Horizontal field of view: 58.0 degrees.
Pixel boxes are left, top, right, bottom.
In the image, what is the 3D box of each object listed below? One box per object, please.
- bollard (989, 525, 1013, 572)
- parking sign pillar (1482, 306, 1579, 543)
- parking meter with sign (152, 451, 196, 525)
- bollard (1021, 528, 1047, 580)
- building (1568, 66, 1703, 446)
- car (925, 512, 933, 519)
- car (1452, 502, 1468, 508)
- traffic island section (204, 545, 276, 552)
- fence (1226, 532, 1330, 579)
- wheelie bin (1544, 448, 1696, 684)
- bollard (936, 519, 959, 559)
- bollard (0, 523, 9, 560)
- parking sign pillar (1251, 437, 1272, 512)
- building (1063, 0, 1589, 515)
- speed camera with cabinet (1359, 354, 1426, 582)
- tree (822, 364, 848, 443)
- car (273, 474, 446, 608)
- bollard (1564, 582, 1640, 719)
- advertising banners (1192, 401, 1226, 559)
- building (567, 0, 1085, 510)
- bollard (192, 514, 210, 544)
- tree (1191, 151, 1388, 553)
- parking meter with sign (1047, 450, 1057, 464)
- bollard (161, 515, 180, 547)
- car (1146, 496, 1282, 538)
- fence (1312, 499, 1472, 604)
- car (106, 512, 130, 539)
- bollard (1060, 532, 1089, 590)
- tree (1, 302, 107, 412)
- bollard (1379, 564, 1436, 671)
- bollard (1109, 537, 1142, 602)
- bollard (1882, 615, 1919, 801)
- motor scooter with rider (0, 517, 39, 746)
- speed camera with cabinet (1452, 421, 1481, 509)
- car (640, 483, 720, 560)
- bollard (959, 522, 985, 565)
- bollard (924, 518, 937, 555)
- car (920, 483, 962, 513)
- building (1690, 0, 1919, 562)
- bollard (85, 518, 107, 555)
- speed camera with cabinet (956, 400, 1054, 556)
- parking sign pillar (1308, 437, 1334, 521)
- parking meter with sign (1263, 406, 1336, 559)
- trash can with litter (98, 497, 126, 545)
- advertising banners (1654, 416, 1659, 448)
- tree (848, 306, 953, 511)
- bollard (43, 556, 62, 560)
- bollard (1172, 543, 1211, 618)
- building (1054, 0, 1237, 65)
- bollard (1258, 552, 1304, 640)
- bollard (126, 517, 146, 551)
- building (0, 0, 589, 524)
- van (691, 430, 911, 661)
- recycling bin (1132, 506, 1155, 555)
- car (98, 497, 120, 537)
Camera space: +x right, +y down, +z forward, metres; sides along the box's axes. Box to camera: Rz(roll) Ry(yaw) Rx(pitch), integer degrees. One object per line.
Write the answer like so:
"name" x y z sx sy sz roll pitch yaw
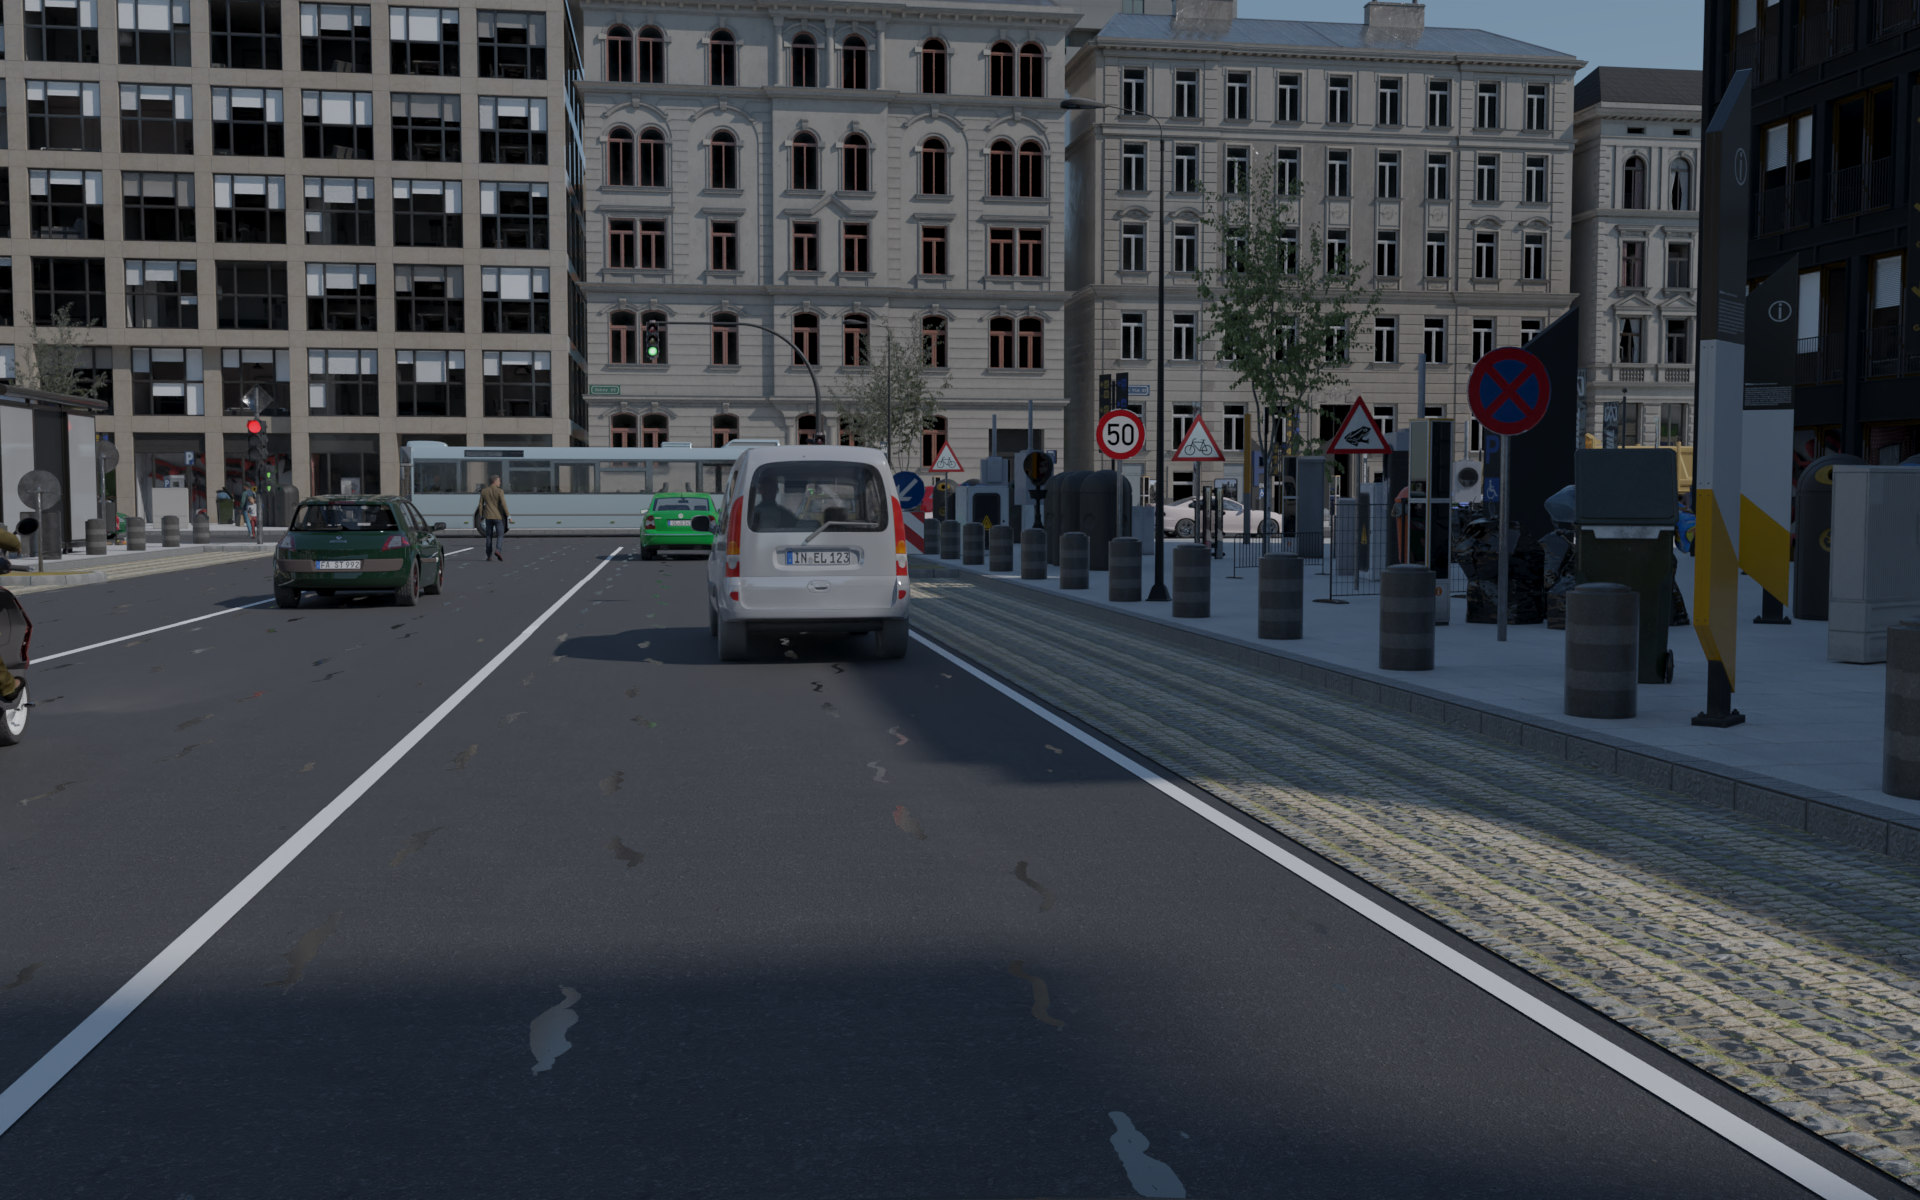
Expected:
"bollard" 0.686 -0.861 28.794 0.404 0.777 0.398 0 3 0
"parking sign pillar" 8.196 -2.228 24.906 1.447 3.967 1.447 -1 4 -20
"parking meter with sign" -31.845 -4.518 70.130 0.543 3.016 1.738 2 4 28
"bollard" 1.117 -0.697 26.115 0.404 0.777 0.398 0 3 0
"building" 39.837 -16.076 91.717 19.941 23.489 11.050 -1 4 -9
"car" 0.390 -2.347 50.731 4.827 1.381 2.083 0 4 -8
"car" 13.828 -2.628 52.561 3.694 1.707 1.945 -1 4 -9
"traffic island section" -17.871 -1.339 44.172 2.009 0.180 2.903 -1 4 -9
"fence" 4.965 -0.704 26.885 2.069 0.683 0.278 -3 4 -36
"wheelie bin" 4.542 -0.248 11.959 0.980 1.594 0.693 1 4 17
"bollard" -0.189 -1.190 34.166 0.404 0.777 0.398 0 3 0
"bollard" -17.355 -1.006 31.168 0.404 0.777 0.398 0 3 0
"parking sign pillar" 13.573 -5.513 78.613 1.447 3.967 1.447 -3 4 -37
"building" 17.405 -17.857 89.232 25.104 27.353 12.463 -1 4 -9
"speed camera with cabinet" 6.305 -1.886 25.179 0.660 3.252 2.038 0 4 -2
"tree" -3.668 -7.712 76.452 4.360 8.622 3.978 0 3 0
"car" -8.026 -0.829 23.349 2.009 1.686 4.222 -1 4 -10
"bollard" 3.718 0.286 10.040 0.404 0.777 0.398 0 3 0
"advertising banners" 4.796 -2.282 33.494 0.090 3.025 2.074 2 4 26
"building" -6.942 -18.248 85.745 23.554 28.519 14.401 -1 4 -9
"bollard" -19.534 -1.826 44.577 0.404 0.777 0.398 0 3 0
"tree" 6.788 -5.327 37.461 4.737 8.622 4.395 0 3 0
"parking meter with sign" 2.982 -4.398 68.169 1.738 3.016 0.543 -3 4 -38
"bollard" -19.099 -1.662 41.899 0.404 0.777 0.398 0 3 0
"car" 8.503 -2.745 57.250 4.827 1.381 2.083 -1 4 -9
"fence" 5.315 -0.588 20.818 2.264 1.192 0.480 -2 4 -25
"car" -28.701 -2.621 54.647 4.920 1.459 2.131 -1 4 -8
"bollard" 1.549 -0.533 23.434 0.404 0.777 0.398 0 3 0
"tree" -34.990 -7.115 66.689 4.360 8.622 3.978 0 3 0
"bollard" 3.284 0.122 12.718 0.404 0.777 0.398 0 3 0
"bollard" 1.982 -0.369 20.755 0.404 0.777 0.398 0 3 0
"bollard" 4.156 0.450 7.362 0.404 0.777 0.398 0 3 0
"motor scooter with rider" -5.288 -0.008 9.102 0.876 1.779 1.986 -1 4 -10
"speed camera with cabinet" 12.981 -3.208 46.790 2.038 3.252 0.660 0 4 8
"car" -6.251 -1.852 39.075 1.959 1.807 4.718 0 4 -8
"bollard" 0.248 -1.025 31.473 0.404 0.777 0.398 0 3 0
"bollard" -0.622 -1.353 36.845 0.404 0.777 0.398 0 3 0
"car" 0.727 -3.320 62.959 5.304 1.827 2.281 0 4 -8
"building" 22.341 -12.135 28.083 12.332 23.373 15.834 -1 4 -9
"bollard" -18.229 -1.334 36.534 0.404 0.777 0.398 0 3 0
"speed camera with cabinet" 0.943 -2.558 36.163 2.038 3.252 0.660 -2 4 -25
"parking sign pillar" 17.097 -5.749 82.463 1.447 3.967 1.447 -1 4 -10
"parking meter with sign" 6.927 -2.341 34.538 1.738 3.016 0.543 0 4 7
"trash can with litter" -21.836 -1.981 43.453 2.233 1.210 1.678 -1 4 -11
"advertising banners" 16.090 -2.664 39.743 0.090 3.025 2.074 2 4 32
"tree" -2.240 -7.212 68.284 4.360 8.622 3.978 0 3 0
"bollard" -17.791 -1.171 33.855 0.404 0.777 0.398 0 3 0
"bollard" 2.417 -0.205 18.076 0.404 0.777 0.398 0 3 0
"building" 8.989 -34.835 158.796 28.713 52.752 27.495 -1 4 -9
"bollard" 2.852 -0.042 15.397 0.404 0.777 0.398 0 3 0
"bollard" -18.665 -1.499 39.220 0.404 0.777 0.398 0 3 0
"building" -35.792 -17.062 83.484 34.151 26.468 19.350 -1 4 -9
"van" -1.515 -0.572 16.367 2.013 2.044 4.112 -1 4 -10
"recycling bin" 3.610 -1.465 36.511 0.722 1.027 0.722 -3 4 -37
"car" -27.445 -2.590 51.390 4.494 1.783 2.155 -1 4 -9
